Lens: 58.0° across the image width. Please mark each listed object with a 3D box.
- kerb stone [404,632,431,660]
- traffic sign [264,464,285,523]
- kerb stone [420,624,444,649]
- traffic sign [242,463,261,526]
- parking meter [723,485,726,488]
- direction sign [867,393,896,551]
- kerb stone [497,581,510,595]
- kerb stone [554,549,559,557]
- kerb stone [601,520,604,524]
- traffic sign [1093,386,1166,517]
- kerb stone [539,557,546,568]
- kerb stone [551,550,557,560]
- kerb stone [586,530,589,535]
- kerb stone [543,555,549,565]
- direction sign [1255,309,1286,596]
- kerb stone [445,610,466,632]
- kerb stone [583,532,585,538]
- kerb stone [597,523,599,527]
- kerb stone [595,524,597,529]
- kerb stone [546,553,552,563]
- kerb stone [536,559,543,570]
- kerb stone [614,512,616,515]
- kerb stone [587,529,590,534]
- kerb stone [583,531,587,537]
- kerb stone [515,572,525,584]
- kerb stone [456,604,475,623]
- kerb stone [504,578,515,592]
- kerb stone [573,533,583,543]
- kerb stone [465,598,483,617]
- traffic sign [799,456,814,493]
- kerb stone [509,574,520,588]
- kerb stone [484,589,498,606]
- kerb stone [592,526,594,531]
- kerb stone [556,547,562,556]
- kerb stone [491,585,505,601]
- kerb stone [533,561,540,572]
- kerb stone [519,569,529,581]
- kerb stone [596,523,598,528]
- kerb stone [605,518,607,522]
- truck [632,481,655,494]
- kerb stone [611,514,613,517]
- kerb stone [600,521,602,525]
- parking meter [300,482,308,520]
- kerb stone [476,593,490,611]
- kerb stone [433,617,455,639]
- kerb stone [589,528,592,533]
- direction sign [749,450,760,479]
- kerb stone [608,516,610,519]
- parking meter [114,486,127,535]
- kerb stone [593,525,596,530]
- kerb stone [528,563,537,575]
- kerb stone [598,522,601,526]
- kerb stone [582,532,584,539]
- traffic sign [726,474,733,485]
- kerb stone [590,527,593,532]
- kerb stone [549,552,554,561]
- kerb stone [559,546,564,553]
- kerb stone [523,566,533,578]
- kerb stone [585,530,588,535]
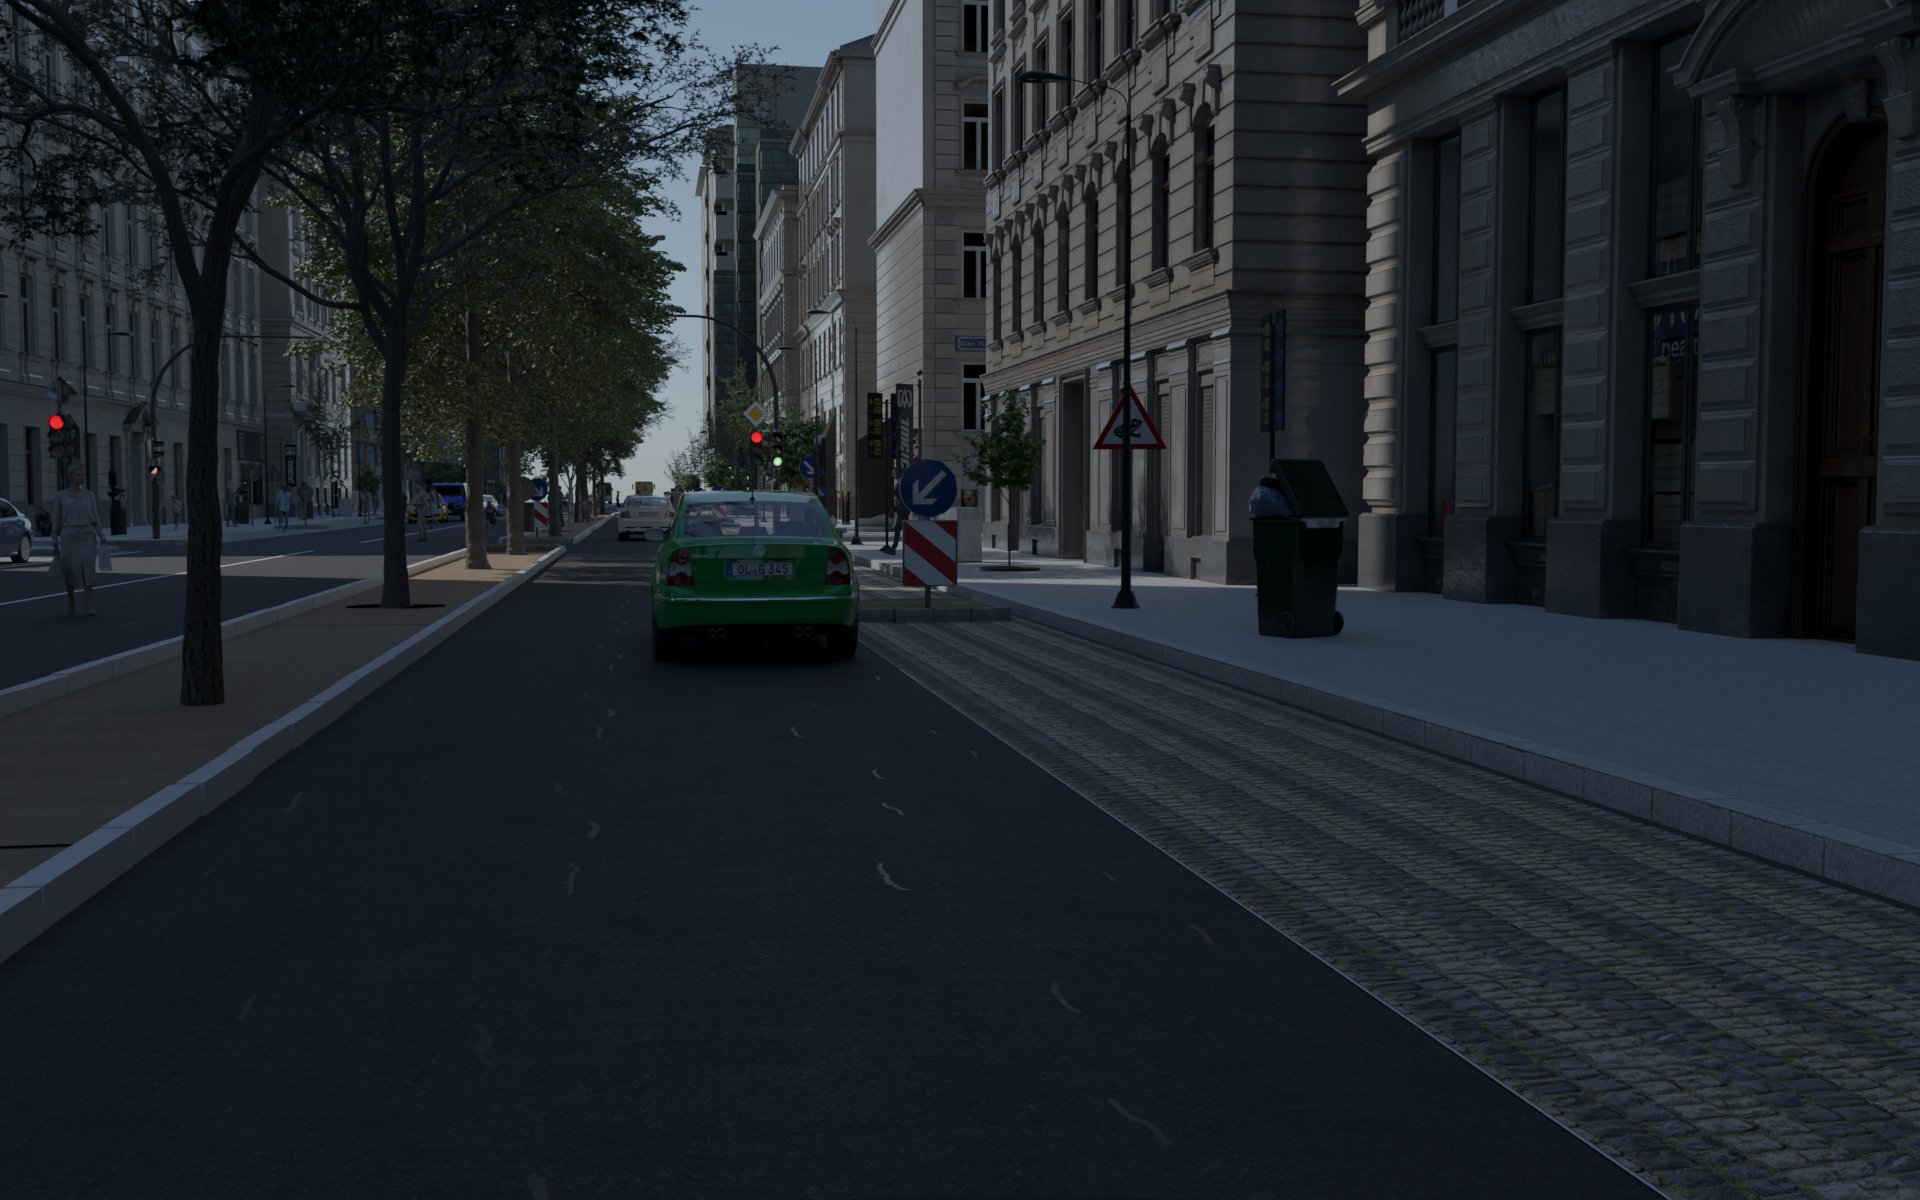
[{"bbox_3d":[-4.809,0.424,15.268,0.120,0.150,1.000,-1,4,-10],"label":"kerb stone"},{"bbox_3d":[-30.001,-4.638,75.833,0.884,2.594,0.081,0,4,-6],"label":"traffic sign"},{"bbox_3d":[-4.995,0.362,16.273,0.120,0.150,1.000,-1,4,-10],"label":"kerb stone"},{"bbox_3d":[-28.594,-4.270,69.915,0.768,2.556,0.104,0,4,-3],"label":"traffic sign"},{"bbox_3d":[-15.550,-6.659,114.584,0.255,1.863,0.399,3,4,36],"label":"parking meter"},{"bbox_3d":[-1.645,-2.869,38.912,0.876,3.537,0.379,-1,4,-11],"label":"direction sign"},{"bbox_3d":[-6.462,-0.129,24.341,0.120,0.150,1.000,-1,4,-10],"label":"kerb stone"},{"bbox_3d":[-9.042,-0.995,38.465,0.120,0.150,1.000,-1,4,-10],"label":"kerb stone"},{"bbox_3d":[-16.313,-3.435,78.360,0.120,0.150,1.000,-1,4,-10],"label":"kerb stone"},{"bbox_3d":[2.023,-1.269,20.746,0.884,2.594,0.081,0,4,-3],"label":"traffic sign"},{"bbox_3d":[-8.120,-0.686,33.416,0.120,0.150,1.000,-1,4,-10],"label":"kerb stone"},{"bbox_3d":[-8.855,-0.933,37.454,0.120,0.150,1.000,-1,4,-10],"label":"kerb stone"},{"bbox_3d":[-12.633,-2.200,58.160,0.120,0.150,1.000,-1,4,-10],"label":"kerb stone"},{"bbox_3d":[-8.303,-0.746,34.422,0.120,0.150,1.000,-1,4,-10],"label":"kerb stone"},{"bbox_3d":[3.907,-1.816,21.681,0.379,3.537,0.876,0,4,-8],"label":"direction sign"},{"bbox_3d":[-5.360,0.240,18.289,0.120,0.150,1.000,-1,4,-10],"label":"kerb stone"},{"bbox_3d":[-12.086,-2.011,55.144,0.120,0.150,1.000,-1,4,-10],"label":"kerb stone"},{"bbox_3d":[-14.830,-2.940,70.261,0.120,0.150,1.000,-1,4,-10],"label":"kerb stone"},{"bbox_3d":[-14.467,-2.813,68.241,0.120,0.150,1.000,-1,4,-10],"label":"kerb stone"},{"bbox_3d":[-8.487,-0.809,35.428,0.120,0.150,1.000,-1,4,-10],"label":"kerb stone"},{"bbox_3d":[-7.940,-0.623,32.403,0.120,0.150,1.000,-1,4,-10],"label":"kerb stone"},{"bbox_3d":[-21.827,-5.284,108.586,0.120,0.150,1.000,-1,4,-10],"label":"kerb stone"},{"bbox_3d":[-12.812,-2.261,59.170,0.120,0.150,1.000,-1,4,-10],"label":"kerb stone"},{"bbox_3d":[-12.257,-2.077,56.151,0.120,0.150,1.000,-1,4,-10],"label":"kerb stone"},{"bbox_3d":[-7.014,-0.306,27.360,0.120,0.150,1.000,-1,4,-10],"label":"kerb stone"},{"bbox_3d":[-5.548,0.181,19.295,0.120,0.150,1.000,-1,4,-10],"label":"kerb stone"},{"bbox_3d":[-6.646,-0.191,25.347,0.120,0.150,1.000,-1,4,-10],"label":"kerb stone"},{"bbox_3d":[-11.718,-1.892,53.129,0.120,0.150,1.000,-1,4,-10],"label":"kerb stone"},{"bbox_3d":[-5.735,0.116,20.300,0.120,0.150,1.000,-1,4,-10],"label":"kerb stone"},{"bbox_3d":[-5.024,-3.553,58.206,0.768,2.556,0.104,0,4,-3],"label":"traffic sign"},{"bbox_3d":[-6.828,-0.254,26.354,0.120,0.150,1.000,-1,4,-10],"label":"kerb stone"},{"bbox_3d":[-6.094,-0.008,22.321,0.120,0.150,1.000,-1,4,-10],"label":"kerb stone"},{"bbox_3d":[-13.734,-2.570,64.208,0.120,0.150,1.000,-1,4,-10],"label":"kerb stone"},{"bbox_3d":[-9.223,-1.053,39.474,0.120,0.150,1.000,-1,4,-10],"label":"kerb stone"},{"bbox_3d":[-6.274,-0.070,23.336,0.120,0.150,1.000,-1,4,-10],"label":"kerb stone"},{"bbox_3d":[-7.753,-0.562,31.390,0.120,0.150,1.000,-1,4,-10],"label":"kerb stone"},{"bbox_3d":[-7.190,-0.377,28.367,0.120,0.150,1.000,-1,4,-10],"label":"kerb stone"},{"bbox_3d":[-14.645,-2.878,69.250,0.120,0.150,1.000,-1,4,-10],"label":"kerb stone"},{"bbox_3d":[-17.416,-3.801,84.403,0.120,0.150,1.000,-1,4,-10],"label":"kerb stone"},{"bbox_3d":[-47.295,-16.105,259.237,3.469,3.379,9.791,-1,4,-11],"label":"truck"},{"bbox_3d":[-20.169,-4.725,99.511,0.120,0.150,1.000,-1,4,-10],"label":"kerb stone"},{"bbox_3d":[-15.754,-3.249,75.318,0.120,0.150,1.000,-1,4,-10],"label":"kerb stone"},{"bbox_3d":[-32.335,-4.872,85.370,0.255,1.863,0.399,-1,4,-11],"label":"parking meter"},{"bbox_3d":[-5.915,0.054,21.307,0.120,0.150,1.000,-1,4,-10],"label":"kerb stone"},{"bbox_3d":[-5.181,0.301,17.279,0.120,0.150,1.000,-1,4,-10],"label":"kerb stone"},{"bbox_3d":[-13.179,-2.384,61.181,0.120,0.150,1.000,-1,4,-10],"label":"kerb stone"},{"bbox_3d":[-10.461,-5.961,89.459,0.876,3.537,0.379,-2,4,-28],"label":"direction sign"},{"bbox_3d":[-18.704,-4.233,91.451,0.120,0.150,1.000,-1,4,-10],"label":"kerb stone"},{"bbox_3d":[-26.557,-2.834,54.744,0.372,1.533,0.369,0,3,0],"label":"parking meter"},{"bbox_3d":[-14.103,-2.693,66.226,0.120,0.150,1.000,-1,4,-10],"label":"kerb stone"},{"bbox_3d":[-7.564,-0.501,30.385,0.120,0.150,1.000,-1,4,-10],"label":"kerb stone"},{"bbox_3d":[-15.383,-3.120,73.293,0.120,0.150,1.000,-1,4,-10],"label":"kerb stone"},{"bbox_3d":[-11.901,-1.951,54.139,0.120,0.150,1.000,-1,4,-10],"label":"kerb stone"},{"bbox_3d":[-14.061,-6.539,106.916,0.884,2.594,0.081,0,4,-7],"label":"traffic sign"},{"bbox_3d":[-13.363,-2.446,62.190,0.120,0.150,1.000,-1,4,-10],"label":"kerb stone"},{"bbox_3d":[-8.673,-0.869,36.433,0.120,0.150,1.000,-1,4,-10],"label":"kerb stone"},{"bbox_3d":[-9.403,-1.119,40.485,0.120,0.150,1.000,-1,4,-10],"label":"kerb stone"},{"bbox_3d":[-7.378,-0.439,29.372,0.120,0.150,1.000,-1,4,-10],"label":"kerb stone"},{"bbox_3d":[-12.451,-2.134,57.155,0.120,0.150,1.000,-1,4,-10],"label":"kerb stone"}]
